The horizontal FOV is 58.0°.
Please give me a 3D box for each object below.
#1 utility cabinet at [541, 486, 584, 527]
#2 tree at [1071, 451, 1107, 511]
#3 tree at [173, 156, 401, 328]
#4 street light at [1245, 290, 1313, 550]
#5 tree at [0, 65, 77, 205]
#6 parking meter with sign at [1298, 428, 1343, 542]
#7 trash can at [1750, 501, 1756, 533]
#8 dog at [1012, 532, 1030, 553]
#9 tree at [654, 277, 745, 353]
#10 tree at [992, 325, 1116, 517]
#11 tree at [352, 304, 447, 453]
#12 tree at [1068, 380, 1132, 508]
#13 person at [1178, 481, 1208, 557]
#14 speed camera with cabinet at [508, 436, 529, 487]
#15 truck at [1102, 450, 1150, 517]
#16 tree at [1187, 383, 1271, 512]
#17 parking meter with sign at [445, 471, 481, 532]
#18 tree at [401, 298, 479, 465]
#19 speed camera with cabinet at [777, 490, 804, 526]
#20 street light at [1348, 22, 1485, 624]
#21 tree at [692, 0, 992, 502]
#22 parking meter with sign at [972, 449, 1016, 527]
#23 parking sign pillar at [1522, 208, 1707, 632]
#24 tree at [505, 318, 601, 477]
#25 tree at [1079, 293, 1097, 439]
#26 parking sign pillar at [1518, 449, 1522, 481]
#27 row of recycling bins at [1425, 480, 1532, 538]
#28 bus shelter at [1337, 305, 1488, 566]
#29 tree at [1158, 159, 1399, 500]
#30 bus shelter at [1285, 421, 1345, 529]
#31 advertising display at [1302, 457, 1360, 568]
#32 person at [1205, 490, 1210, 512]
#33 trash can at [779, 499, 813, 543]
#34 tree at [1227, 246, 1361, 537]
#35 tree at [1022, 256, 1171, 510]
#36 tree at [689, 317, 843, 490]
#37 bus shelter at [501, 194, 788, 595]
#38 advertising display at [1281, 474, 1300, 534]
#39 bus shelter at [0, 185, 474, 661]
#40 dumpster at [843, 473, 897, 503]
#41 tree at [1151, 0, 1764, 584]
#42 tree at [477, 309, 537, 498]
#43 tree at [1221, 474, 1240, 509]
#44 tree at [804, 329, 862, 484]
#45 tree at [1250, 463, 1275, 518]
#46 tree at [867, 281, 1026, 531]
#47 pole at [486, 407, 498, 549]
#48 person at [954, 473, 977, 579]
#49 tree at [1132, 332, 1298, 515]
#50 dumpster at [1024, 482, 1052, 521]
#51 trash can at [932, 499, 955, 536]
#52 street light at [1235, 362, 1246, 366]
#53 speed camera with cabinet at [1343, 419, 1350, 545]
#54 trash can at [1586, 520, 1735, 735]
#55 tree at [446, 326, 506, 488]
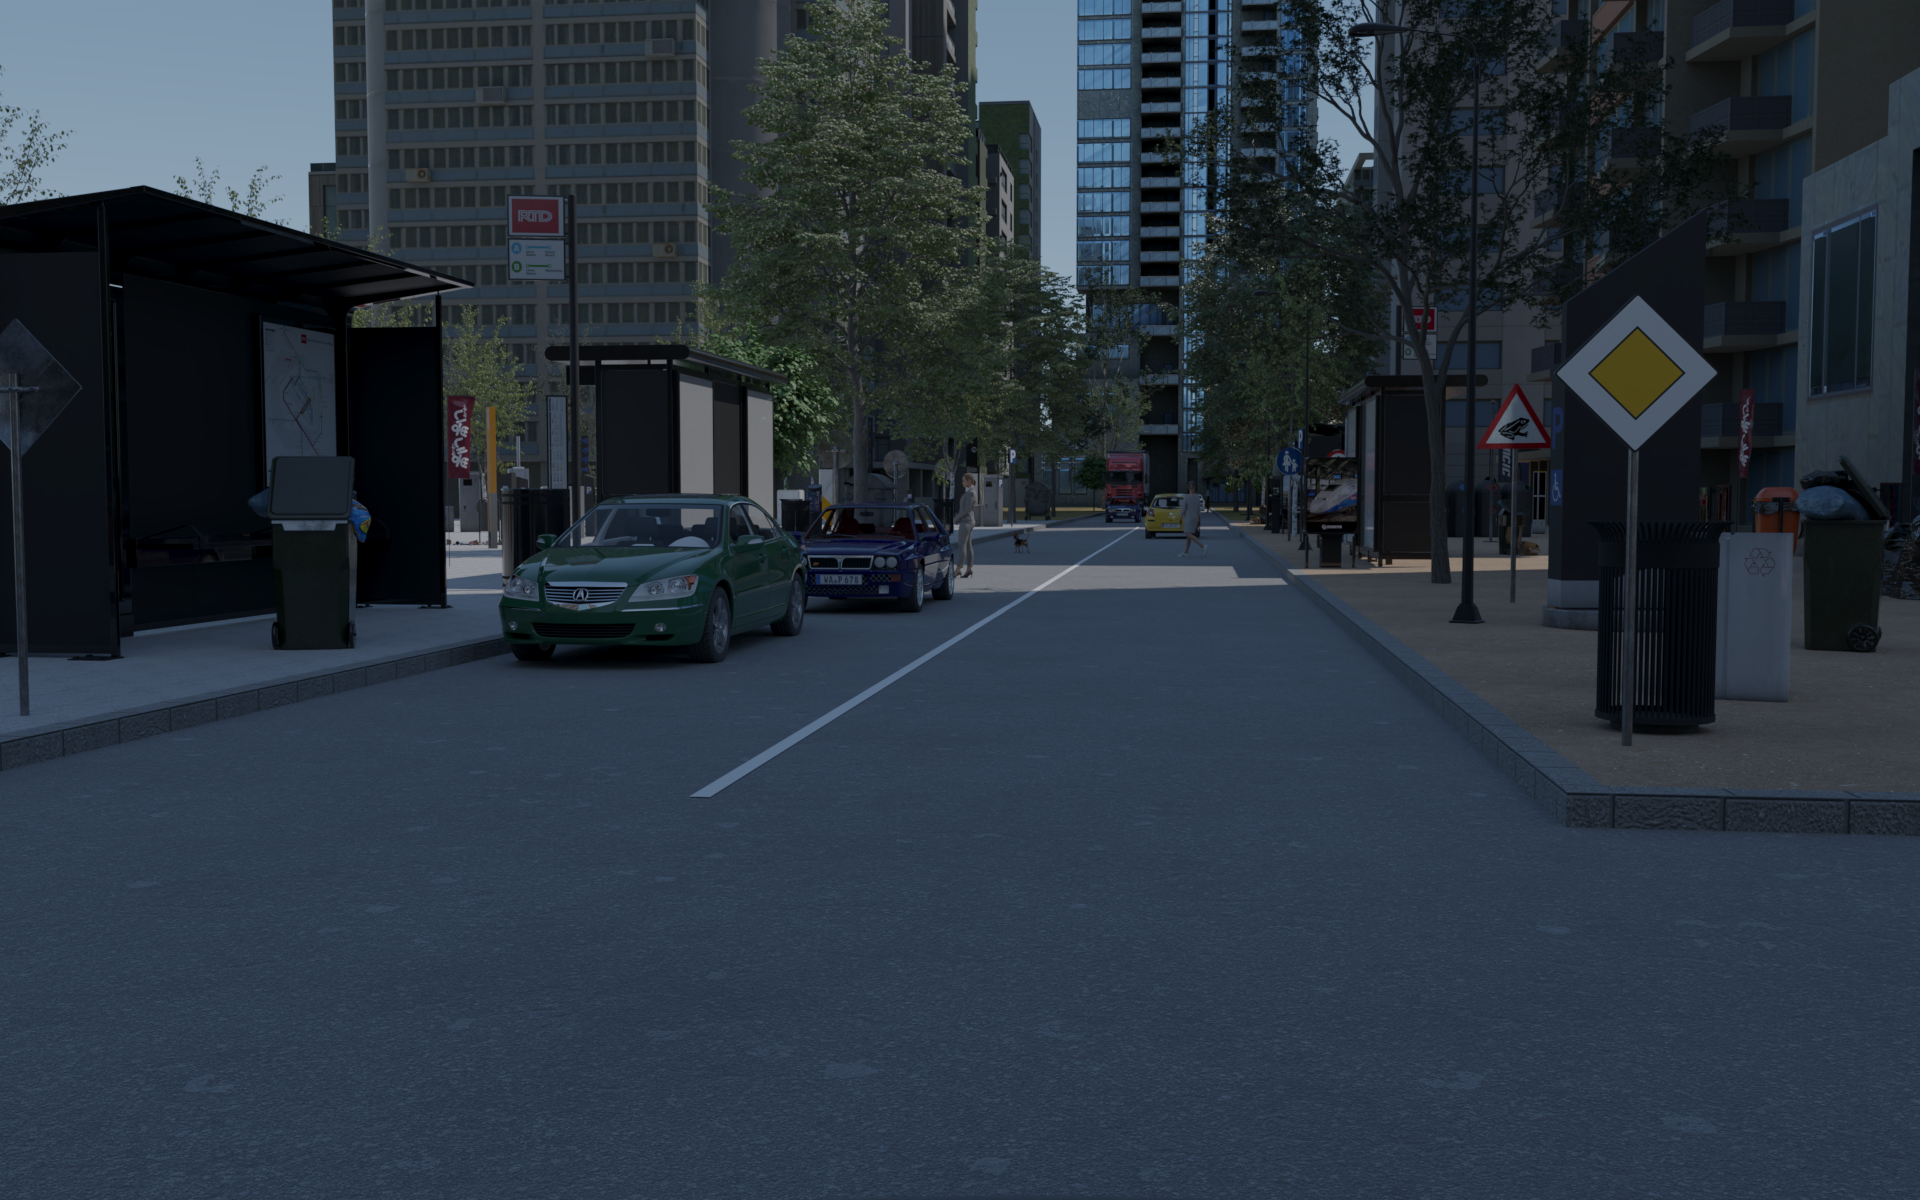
[{"bbox_3d":[-11.334,-2.490,49.387,1.173,1.500,0.318,-2,4,-26],"label":"utility cabinet"},{"bbox_3d":[10.009,-8.849,128.398,4.285,4.588,4.351,0,3,0],"label":"tree"},{"bbox_3d":[-15.911,-5.401,38.675,4.737,8.622,4.395,0,3,0],"label":"tree"},{"bbox_3d":[7.368,-4.099,39.555,1.470,5.913,1.316,0,4,8],"label":"street light"},{"bbox_3d":[-16.733,-4.801,28.856,4.360,8.622,3.978,0,3,0],"label":"tree"},{"bbox_3d":[9.937,-3.056,46.234,1.738,3.016,0.543,0,4,-2],"label":"parking meter with sign"},{"bbox_3d":[17.464,-1.578,37.462,0.748,1.137,0.748,0,3,0],"label":"trash can"},{"bbox_3d":[1.473,-1.394,42.077,0.540,0.507,0.406,1,4,16],"label":"dog"},{"bbox_3d":[-8.450,-6.550,57.449,4.737,8.622,4.395,0,3,0],"label":"tree"},{"bbox_3d":[4.911,-9.858,95.585,7.601,10.594,8.767,-3,4,-38],"label":"tree"},{"bbox_3d":[-19.991,-6.516,56.905,4.360,8.622,3.978,0,3,0],"label":"tree"},{"bbox_3d":[13.151,-14.107,156.410,9.928,11.665,9.643,0,3,0],"label":"tree"},{"bbox_3d":[5.286,-1.834,39.236,0.760,1.731,0.466,2,4,29],"label":"person"},{"bbox_3d":[-14.504,-3.995,59.656,2.038,3.252,0.660,-1,4,-19],"label":"speed camera with cabinet"},{"bbox_3d":[10.881,-7.545,112.274,2.839,4.237,11.283,0,4,8],"label":"truck"},{"bbox_3d":[19.967,-12.515,122.747,7.486,12.596,7.792,0,3,0],"label":"tree"},{"bbox_3d":[-16.529,-3.796,58.327,1.738,3.016,0.543,-1,4,-19],"label":"parking meter with sign"},{"bbox_3d":[-16.285,-5.909,46.976,4.737,8.622,4.395,0,3,0],"label":"tree"},{"bbox_3d":[-7.412,-4.673,70.740,2.038,3.252,0.660,1,4,15],"label":"speed camera with cabinet"},{"bbox_3d":[4.520,-2.730,17.171,1.470,5.913,1.316,0,4,8],"label":"street light"},{"bbox_3d":[-2.689,-7.469,40.246,7.486,12.596,7.792,0,3,0],"label":"tree"},{"bbox_3d":[1.300,-4.375,67.793,1.738,3.016,0.543,2,4,29],"label":"parking meter with sign"},{"bbox_3d":[6.391,-1.723,16.640,1.447,3.967,1.447,0,4,1],"label":"parking sign pillar"},{"bbox_3d":[-16.063,-7.512,73.182,4.360,8.622,3.978,0,3,0],"label":"tree"},{"bbox_3d":[2.584,-9.704,76.794,7.486,12.596,7.792,0,3,0],"label":"tree"},{"bbox_3d":[26.143,-5.535,78.976,1.447,3.967,1.447,0,4,4],"label":"parking sign pillar"},{"bbox_3d":[15.240,-2.712,51.449,3.534,1.692,1.069,-1,4,-11],"label":"row of recycling bins"},{"bbox_3d":[8.769,-3.488,34.654,2.179,5.291,8.768,0,4,8],"label":"bus shelter"},{"bbox_3d":[12.597,-9.862,67.896,9.857,13.997,8.962,0,3,0],"label":"tree"},{"bbox_3d":[11.981,-4.111,58.496,1.731,3.624,6.357,0,4,8],"label":"bus shelter"},{"bbox_3d":[6.454,-1.523,30.121,0.974,1.923,0.123,0,4,-8],"label":"advertising display"},{"bbox_3d":[19.249,-7.703,135.178,0.721,1.736,1.217,1,4,11],"label":"person"},{"bbox_3d":[-3.800,-1.753,40.309,0.748,1.137,0.748,0,3,0],"label":"trash can"},{"bbox_3d":[10.105,-6.232,52.262,4.737,8.622,4.395,0,3,0],"label":"tree"},{"bbox_3d":[10.849,-17.411,140.555,12.611,20.169,13.585,0,3,0],"label":"tree"},{"bbox_3d":[-3.873,-2.961,32.129,4.285,4.588,4.351,0,3,0],"label":"tree"},{"bbox_3d":[-4.632,-2.948,25.833,2.179,5.291,8.768,0,4,8],"label":"bus shelter"},{"bbox_3d":[10.751,-3.067,55.354,0.974,1.923,0.123,0,4,-3],"label":"advertising display"},{"bbox_3d":[-6.646,-1.536,16.402,1.731,3.624,6.357,0,4,8],"label":"bus shelter"},{"bbox_3d":[-2.538,-2.615,48.509,1.264,1.857,1.865,0,4,8],"label":"dumpster"},{"bbox_3d":[6.984,-5.536,24.923,8.767,10.594,7.601,0,4,7],"label":"tree"},{"bbox_3d":[-18.369,-7.120,66.778,4.737,8.622,4.395,0,3,0],"label":"tree"},{"bbox_3d":[23.135,-9.434,148.849,1.663,3.219,1.824,0,3,0],"label":"tree"},{"bbox_3d":[-6.245,-7.689,76.084,4.737,8.622,4.395,0,3,0],"label":"tree"},{"bbox_3d":[16.267,-5.984,92.437,1.663,3.219,1.824,0,3,0],"label":"tree"},{"bbox_3d":[-0.103,-6.678,59.553,4.737,8.622,4.395,0,3,0],"label":"tree"},{"bbox_3d":[-10.986,-2.862,40.640,0.158,3.312,0.155,0,3,0],"label":"pole"},{"bbox_3d":[0.019,-1.267,29.491,0.573,1.790,0.520,-1,4,-14],"label":"person"},{"bbox_3d":[17.448,-10.963,105.005,9.928,11.665,9.643,0,3,0],"label":"tree"},{"bbox_3d":[3.767,-4.788,84.046,1.264,1.857,1.865,0,4,8],"label":"dumpster"},{"bbox_3d":[-0.505,-2.568,53.648,0.748,1.137,0.748,0,3,0],"label":"trash can"},{"bbox_3d":[10.345,-5.420,61.164,1.470,5.913,1.316,0,4,8],"label":"street light"},{"bbox_3d":[10.223,-3.081,44.714,0.660,3.252,2.038,0,4,8],"label":"speed camera with cabinet"},{"bbox_3d":[3.789,0.137,9.420,0.748,1.137,0.748,0,3,0],"label":"trash can"},{"bbox_3d":[-21.825,-7.621,74.961,4.360,8.622,3.978,0,3,0],"label":"tree"}]
